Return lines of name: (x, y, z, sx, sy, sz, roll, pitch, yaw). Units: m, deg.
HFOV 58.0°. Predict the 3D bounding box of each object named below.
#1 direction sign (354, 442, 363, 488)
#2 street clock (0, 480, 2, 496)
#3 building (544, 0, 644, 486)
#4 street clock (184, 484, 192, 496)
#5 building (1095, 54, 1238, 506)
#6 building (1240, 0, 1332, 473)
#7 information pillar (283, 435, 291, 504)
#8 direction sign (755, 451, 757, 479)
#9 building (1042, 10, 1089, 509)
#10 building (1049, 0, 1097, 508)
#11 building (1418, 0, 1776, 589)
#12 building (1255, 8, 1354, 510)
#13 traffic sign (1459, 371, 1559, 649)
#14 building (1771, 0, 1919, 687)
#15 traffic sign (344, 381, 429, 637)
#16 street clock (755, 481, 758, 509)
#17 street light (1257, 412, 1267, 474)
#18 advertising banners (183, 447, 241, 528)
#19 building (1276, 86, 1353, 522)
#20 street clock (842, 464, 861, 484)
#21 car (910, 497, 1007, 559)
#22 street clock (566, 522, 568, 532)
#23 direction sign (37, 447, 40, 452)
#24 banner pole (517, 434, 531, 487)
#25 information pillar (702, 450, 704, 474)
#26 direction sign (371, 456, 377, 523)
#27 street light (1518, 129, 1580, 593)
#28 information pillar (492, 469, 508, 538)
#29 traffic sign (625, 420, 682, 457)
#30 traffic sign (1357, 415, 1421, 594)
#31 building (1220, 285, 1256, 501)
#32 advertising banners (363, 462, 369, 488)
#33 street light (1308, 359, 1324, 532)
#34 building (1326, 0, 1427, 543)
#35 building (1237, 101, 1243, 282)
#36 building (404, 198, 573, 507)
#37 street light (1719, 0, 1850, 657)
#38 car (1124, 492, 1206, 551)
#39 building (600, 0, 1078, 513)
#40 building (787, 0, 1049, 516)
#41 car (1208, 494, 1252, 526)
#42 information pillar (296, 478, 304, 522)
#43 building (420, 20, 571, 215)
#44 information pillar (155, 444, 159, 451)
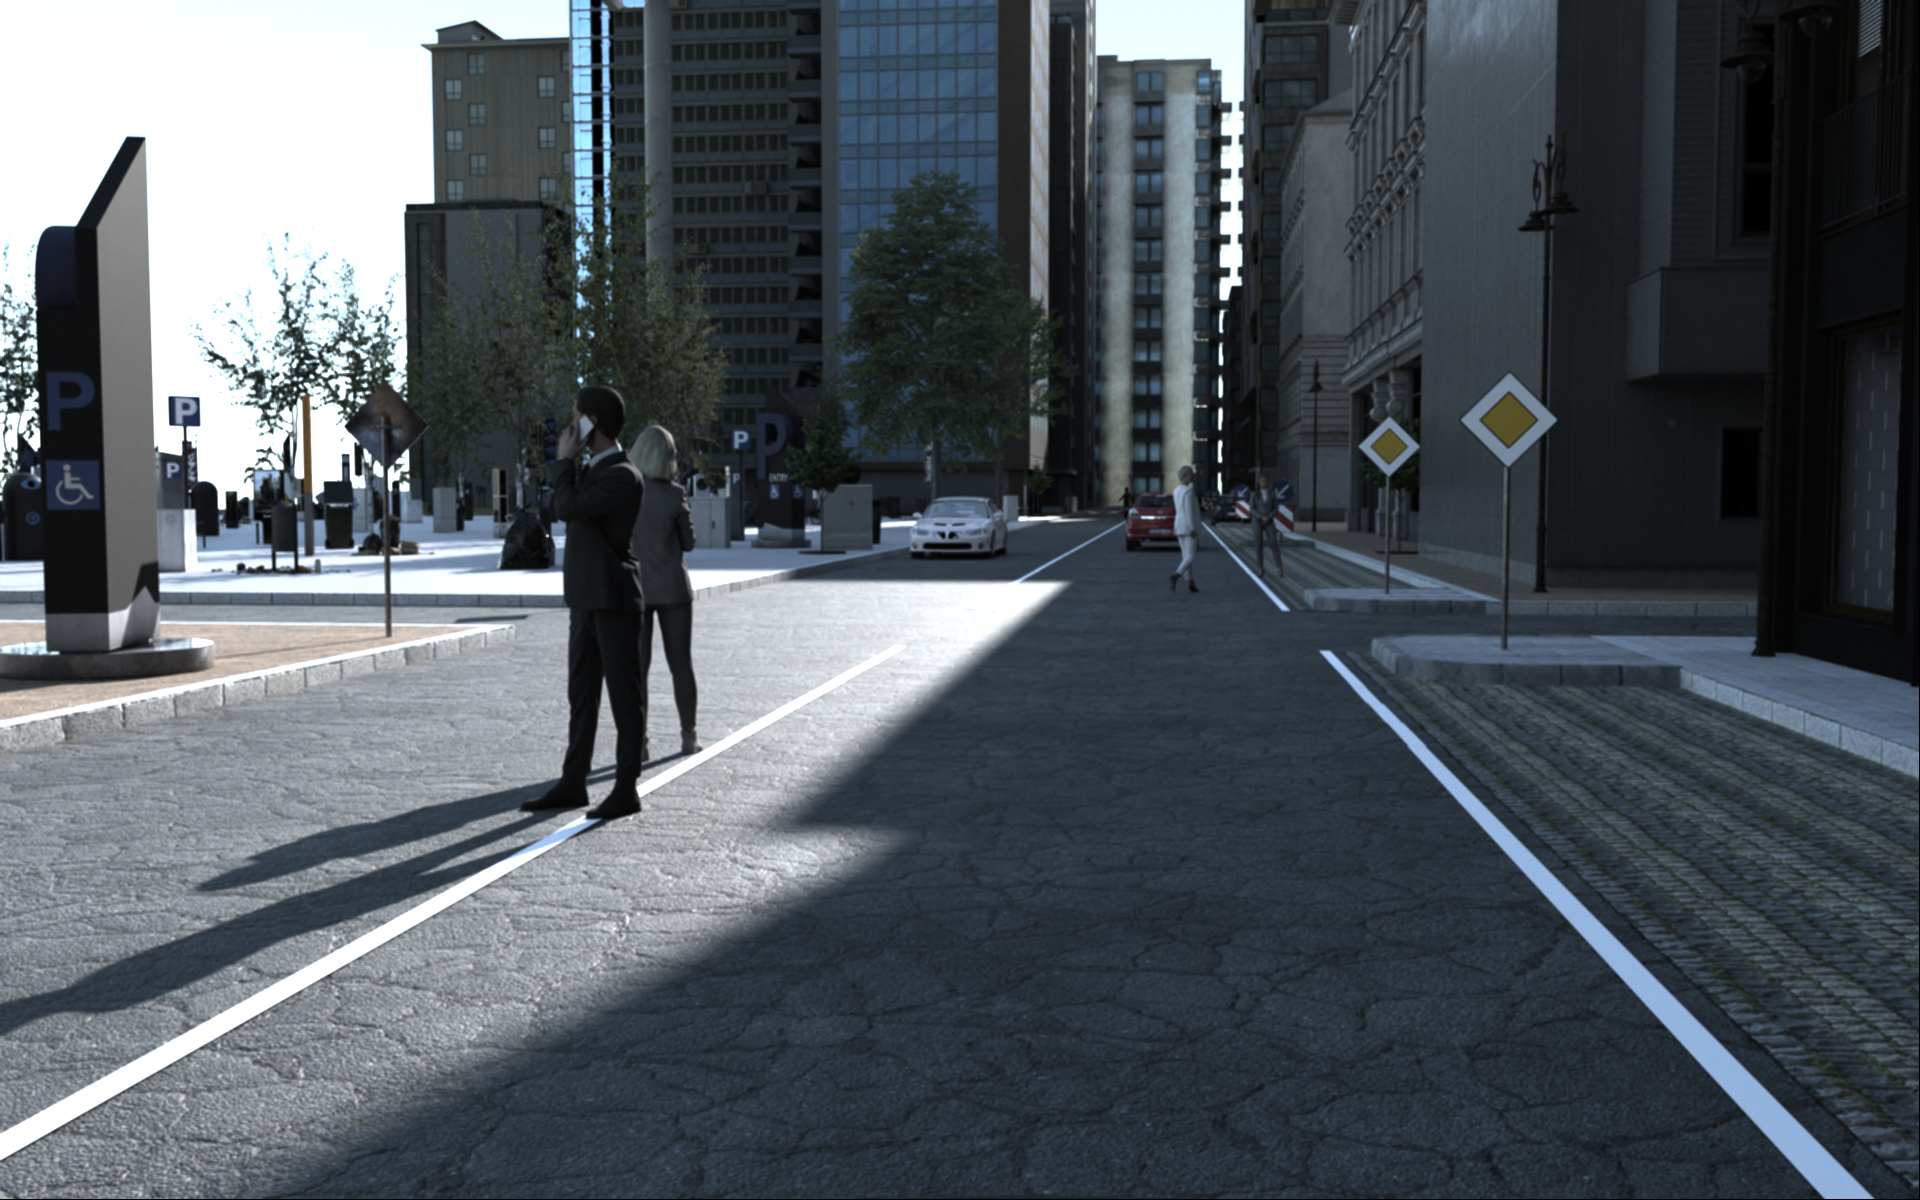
direction sign: (-26.112, -5.090, 75.225, 0.379, 3.537, 0.876, 0, 4, 2)
street clock: (-48.114, -5.024, 86.719, 0.358, 2.002, 0.471, -2, 4, -35)
building: (-23.796, -52.149, 165.302, 31.000, 86.520, 22.319, 0, 4, 7)
street clock: (-30.129, -3.856, 67.621, 0.358, 2.002, 0.471, 2, 4, 35)
building: (14.471, -35.005, 191.933, 30.456, 49.044, 23.786, 0, 4, 7)
building: (34.734, -32.879, 126.805, 28.713, 52.752, 27.495, 0, 4, 7)
information pillar: (-25.937, -4.615, 66.810, 0.183, 3.616, 0.504, 0, 4, 7)
direction sign: (-10.373, -5.984, 89.842, 0.379, 3.537, 0.876, -3, 4, -36)
building: (3.243, -28.127, 143.475, 14.154, 41.232, 14.086, 0, 4, 7)
building: (2.226, -44.380, 163.868, 20.611, 71.187, 20.563, 0, 4, 7)
building: (23.468, -12.688, 26.519, 30.058, 24.678, 14.314, 0, 4, 7)
building: (25.354, -20.486, 106.651, 14.160, 30.474, 14.107, 0, 4, 7)
traffic sign: (4.497, -0.649, 14.261, 0.795, 2.450, 0.064, 0, 4, 7)
building: (11.740, -10.718, 4.916, 12.332, 23.373, 15.834, 0, 4, 7)
traffic sign: (-5.121, -0.724, 15.472, 0.795, 2.450, 0.064, 0, 4, 7)
street clock: (-11.051, -5.556, 95.410, 0.358, 2.002, 0.471, 2, 4, 33)
street light: (16.688, -7.525, 95.828, 0.468, 5.910, 1.993, 0, 4, 7)
advertising banners: (-28.009, -4.199, 64.841, 2.074, 3.025, 0.090, 0, 4, 0)
building: (21.248, -14.543, 86.923, 9.793, 20.994, 18.267, 0, 4, 7)
street clock: (-2.594, -2.250, 41.355, 0.358, 2.002, 0.471, -3, 5, -41)
car: (0.021, -1.693, 40.036, 2.083, 1.381, 4.827, 0, 4, 7)
street clock: (-12.632, -3.146, 55.999, 0.471, 2.002, 0.358, 3, 5, 43)
direction sign: (-44.240, -5.630, 84.040, 0.876, 3.537, 0.379, -2, 4, -25)
banner pole: (-18.294, -5.051, 72.605, 0.863, 3.779, 0.401, 2, 4, 27)
information pillar: (-13.547, -6.121, 91.426, 0.183, 3.616, 0.504, -1, 4, -12)
direction sign: (-25.903, -5.156, 76.297, 0.379, 3.537, 0.876, -1, 4, -21)
street light: (7.583, -3.038, 22.456, 0.468, 5.910, 1.993, 0, 4, 7)
information pillar: (-13.330, -2.798, 50.235, 0.304, 2.012, 0.304, 3, 5, 41)
traffic sign: (-4.137, -1.208, 23.396, 0.795, 2.450, 0.064, 0, 4, 7)
traffic sign: (5.481, -1.134, 22.186, 0.795, 2.450, 0.064, 0, 4, 7)
building: (37.909, -19.034, 156.240, 27.650, 21.520, 28.899, 0, 4, 7)
advertising banners: (-31.766, -5.990, 94.120, 2.074, 3.025, 0.090, 2, 4, 35)
street light: (12.148, -5.287, 59.229, 0.468, 5.910, 1.993, 0, 4, 7)
building: (17.628, -12.650, 57.745, 10.553, 20.767, 40.483, 0, 4, 7)
building: (45.297, -34.748, 187.744, 30.456, 49.044, 23.786, 0, 4, 7)
building: (-45.877, -24.564, 173.322, 14.107, 30.474, 14.160, 0, 4, 7)
street light: (6.367, -2.493, 13.548, 0.468, 5.910, 1.993, 0, 4, 7)
car: (5.313, -2.207, 45.127, 2.155, 1.783, 4.494, 1, 4, 9)
building: (-7.836, -26.535, 125.727, 32.217, 40.220, 23.993, 0, 4, 7)
building: (-1.993, -27.845, 105.383, 14.600, 45.320, 14.200, 0, 4, 7)
car: (12.243, -4.184, 78.199, 2.009, 1.686, 4.222, 0, 4, 6)
information pillar: (-30.631, -4.652, 80.555, 0.304, 2.012, 0.304, 2, 4, 33)
building: (-42.945, -37.425, 201.129, 27.495, 52.752, 28.713, 0, 4, 7)
information pillar: (-37.762, -5.512, 81.481, 0.183, 3.616, 0.504, 0, 4, -8)
